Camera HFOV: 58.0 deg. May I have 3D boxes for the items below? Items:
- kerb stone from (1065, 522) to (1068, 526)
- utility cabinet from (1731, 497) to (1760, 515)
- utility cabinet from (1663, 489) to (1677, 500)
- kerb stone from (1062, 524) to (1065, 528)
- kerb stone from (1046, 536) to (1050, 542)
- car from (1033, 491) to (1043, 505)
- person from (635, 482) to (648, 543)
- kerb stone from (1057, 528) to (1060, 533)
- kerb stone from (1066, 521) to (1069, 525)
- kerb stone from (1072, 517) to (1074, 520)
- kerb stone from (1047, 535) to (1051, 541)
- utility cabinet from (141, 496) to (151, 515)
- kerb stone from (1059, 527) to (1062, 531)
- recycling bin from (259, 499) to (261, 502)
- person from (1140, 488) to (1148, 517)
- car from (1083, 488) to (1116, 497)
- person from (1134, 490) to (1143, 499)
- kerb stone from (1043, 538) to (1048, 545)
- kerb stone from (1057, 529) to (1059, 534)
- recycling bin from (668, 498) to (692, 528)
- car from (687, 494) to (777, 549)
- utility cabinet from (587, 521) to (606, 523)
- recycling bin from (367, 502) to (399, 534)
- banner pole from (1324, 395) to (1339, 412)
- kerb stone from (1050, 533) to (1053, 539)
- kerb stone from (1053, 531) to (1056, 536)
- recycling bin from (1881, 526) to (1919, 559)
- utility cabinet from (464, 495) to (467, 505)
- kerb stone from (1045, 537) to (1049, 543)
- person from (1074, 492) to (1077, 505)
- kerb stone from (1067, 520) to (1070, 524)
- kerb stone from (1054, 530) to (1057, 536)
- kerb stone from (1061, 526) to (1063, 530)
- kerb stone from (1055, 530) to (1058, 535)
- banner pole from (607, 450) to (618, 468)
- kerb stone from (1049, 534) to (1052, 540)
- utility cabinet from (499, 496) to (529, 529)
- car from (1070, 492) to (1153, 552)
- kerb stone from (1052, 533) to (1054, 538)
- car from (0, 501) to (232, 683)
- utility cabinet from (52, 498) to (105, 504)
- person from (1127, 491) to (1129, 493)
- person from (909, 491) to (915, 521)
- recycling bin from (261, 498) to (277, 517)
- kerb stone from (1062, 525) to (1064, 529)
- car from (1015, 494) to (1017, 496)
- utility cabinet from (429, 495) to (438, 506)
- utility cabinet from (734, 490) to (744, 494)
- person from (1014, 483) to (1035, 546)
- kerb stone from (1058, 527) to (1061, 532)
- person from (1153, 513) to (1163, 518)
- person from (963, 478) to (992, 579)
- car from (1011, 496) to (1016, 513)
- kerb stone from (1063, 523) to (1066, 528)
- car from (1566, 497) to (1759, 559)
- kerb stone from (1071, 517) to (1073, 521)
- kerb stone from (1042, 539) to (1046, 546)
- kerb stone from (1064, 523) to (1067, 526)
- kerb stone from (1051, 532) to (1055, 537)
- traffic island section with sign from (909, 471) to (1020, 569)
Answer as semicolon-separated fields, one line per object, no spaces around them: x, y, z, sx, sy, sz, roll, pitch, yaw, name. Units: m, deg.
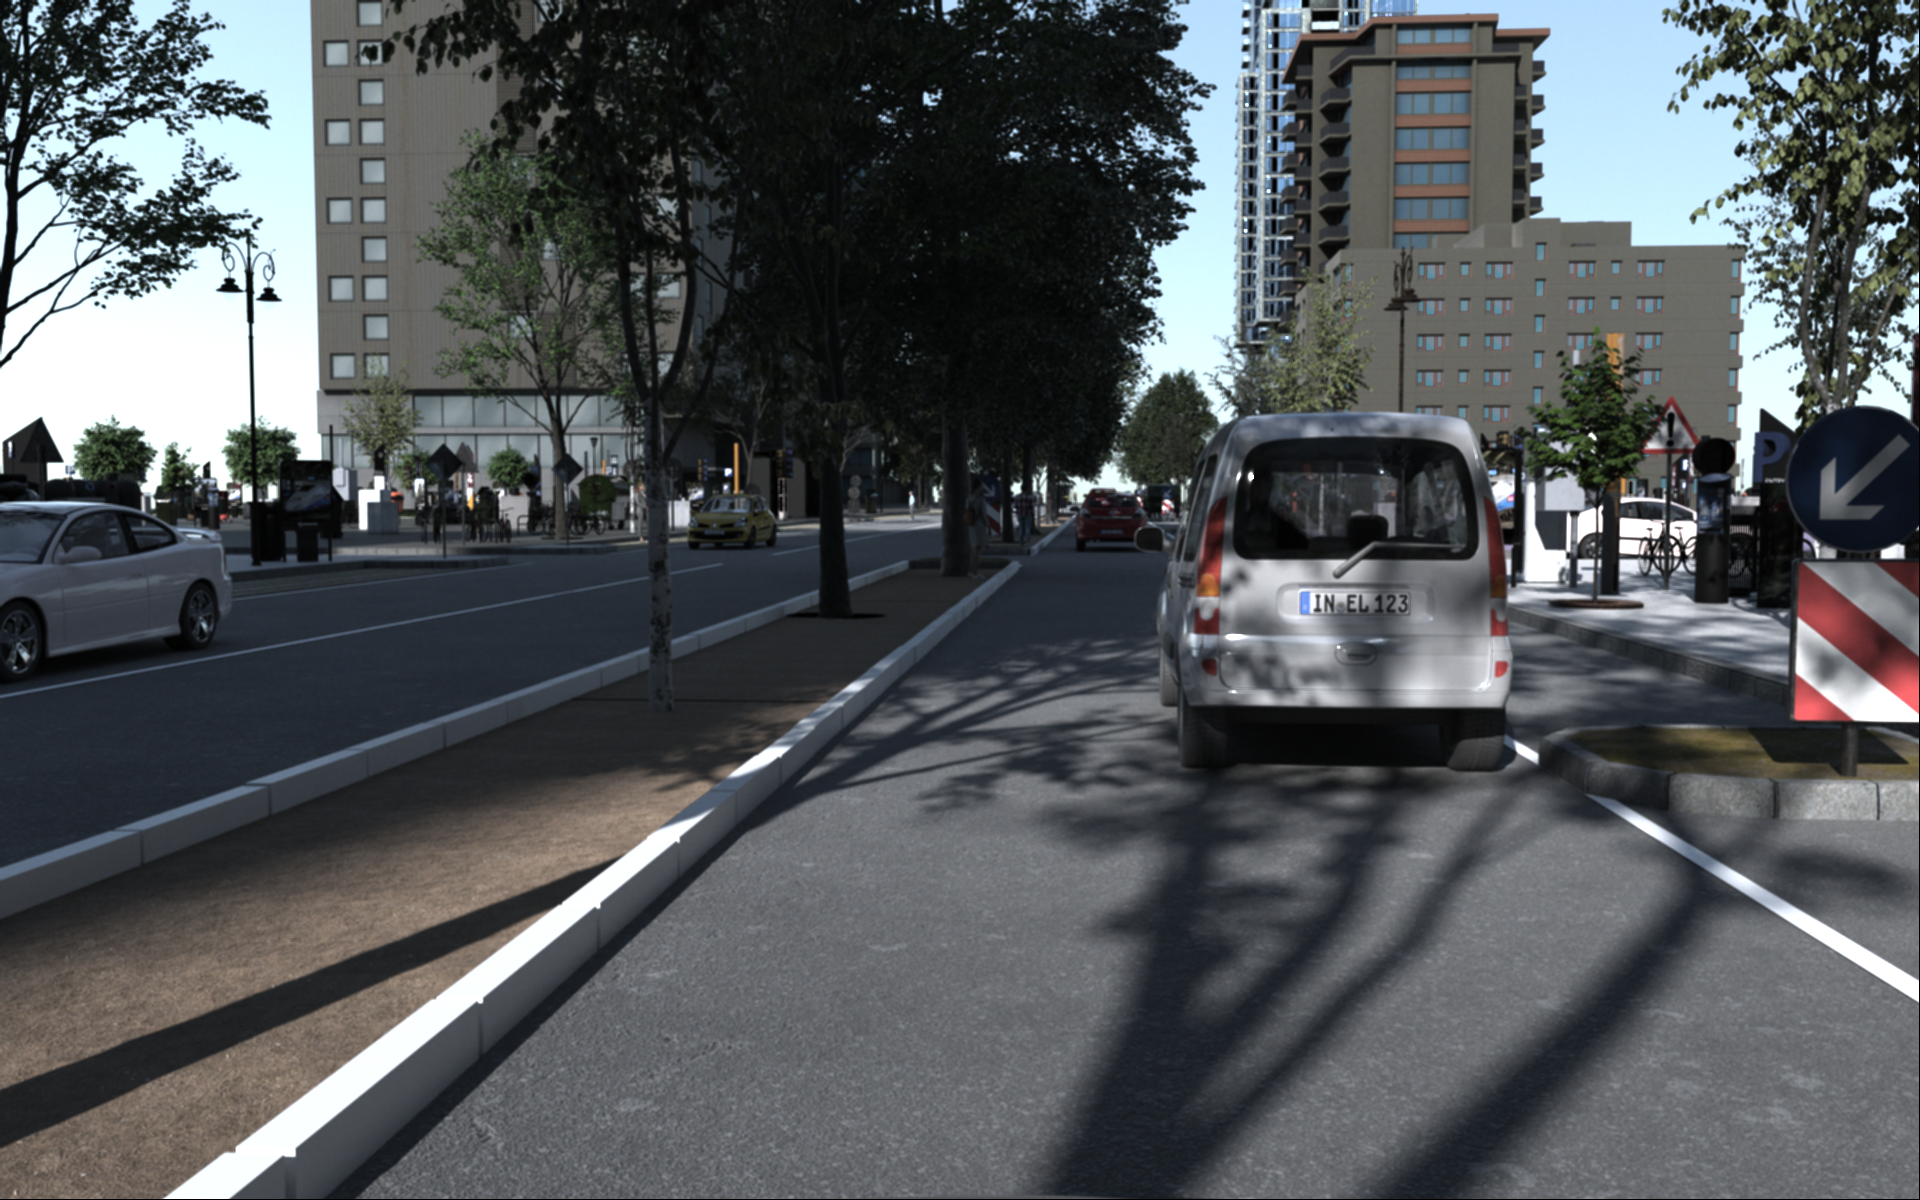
4.354;-3.103;72.934;0.120;0.150;1.000;0;4;5;kerb stone
19.131;-1.917;42.510;1.020;1.237;0.306;3;4;38;utility cabinet
29.541;-3.866;71.895;1.173;1.500;0.318;-3;4;-38;utility cabinet
3.927;-2.791;67.824;0.120;0.150;1.000;0;4;5;kerb stone
2.427;-1.667;49.449;0.120;0.150;1.000;0;4;5;kerb stone
10.411;-14.110;239.366;2.281;1.827;5.304;0;4;5;car
-9.233;-2.579;50.933;0.573;1.790;0.520;1;4;13;person
3.347;-2.353;60.666;0.120;0.150;1.000;0;4;5;kerb stone
4.526;-3.226;74.979;0.120;0.150;1.000;0;4;5;kerb stone
5.539;-3.978;87.235;0.120;0.150;1.000;0;4;5;kerb stone
2.507;-1.729;50.467;0.120;0.150;1.000;0;4;5;kerb stone
-31.670;-3.398;66.727;1.020;1.237;0.306;1;4;20;utility cabinet
3.517;-2.478;62.718;0.120;0.150;1.000;0;4;5;kerb stone
-48.113;-6.546;119.580;0.722;1.027;0.722;-2;4;-35;recycling bin
11.755;-6.238;110.401;0.836;1.842;0.656;2;4;25;person
8.429;-5.721;102.219;2.281;1.827;5.304;0;4;4;car
12.257;-6.837;121.005;1.217;1.743;0.721;0;4;-2;person
2.255;-1.541;47.398;0.120;0.150;1.000;0;4;5;kerb stone
3.266;-2.290;59.647;0.120;0.150;1.000;0;4;5;kerb stone
-10.720;-3.271;66.038;0.722;1.027;0.722;-2;4;-29;recycling bin
-6.078;-2.205;46.271;2.015;1.641;3.980;0;4;6;car
-16.287;-4.043;77.273;1.020;1.237;0.306;2;4;30;utility cabinet
-18.664;-2.658;56.020;0.722;1.027;0.722;2;4;30;recycling bin
9.349;-3.279;43.625;0.401;3.779;0.863;3;5;42;banner pole
2.679;-1.854;52.511;0.120;0.150;1.000;0;4;5;kerb stone
2.919;-2.041;55.569;0.120;0.150;1.000;0;4;5;kerb stone
13.449;-0.757;24.933;0.722;1.027;0.722;1;4;20;recycling bin
-32.461;-6.313;114.372;0.306;1.237;1.020;1;4;10;utility cabinet
2.345;-1.604;48.426;0.120;0.150;1.000;0;4;5;kerb stone
14.712;-12.825;219.655;0.593;1.643;0.415;1;4;21;person
4.691;-3.353;77.020;0.120;0.150;1.000;0;4;5;kerb stone
3.006;-2.104;56.593;0.120;0.150;1.000;0;4;5;kerb stone
3.693;-2.603;64.754;0.120;0.150;1.000;0;4;5;kerb stone
3.090;-2.166;57.611;0.120;0.150;1.000;0;4;5;kerb stone
-19.679;-6.603;97.973;0.863;3.779;0.401;1;4;21;banner pole
2.595;-1.791;51.487;0.120;0.150;1.000;0;4;5;kerb stone
-16.440;-3.223;63.851;1.020;1.237;0.306;-2;4;-31;utility cabinet
3.902;-2.181;44.692;2.155;1.783;4.494;0;4;5;car
2.758;-1.917;53.531;0.120;0.150;1.000;0;4;5;kerb stone
-7.975;-0.141;14.660;2.083;1.381;4.827;0;4;3;car
-14.979;-1.119;29.464;0.306;1.237;1.020;0;4;7;utility cabinet
10.956;-6.288;113.117;0.589;1.601;0.330;-3;4;-36;person
-2.618;-5.100;93.692;0.330;1.601;0.589;0;4;1;person
-40.924;-5.539;103.121;0.722;1.027;0.722;2;4;33;recycling bin
3.851;-2.727;66.792;0.120;0.150;1.000;0;4;5;kerb stone
5.111;-8.078;141.860;2.009;1.686;4.222;0;4;6;car
-26.128;-4.627;86.816;1.020;1.237;0.306;-2;4;-33;utility cabinet
-12.692;-5.644;100.951;0.318;1.500;1.173;2;4;34;utility cabinet
1.703;-2.237;45.909;0.563;1.720;0.643;1;4;15;person
3.424;-2.413;61.698;0.120;0.150;1.000;0;4;5;kerb stone
11.910;-5.937;104.938;0.474;1.900;0.648;-3;5;-45;person
0.283;-1.200;29.120;0.522;1.701;0.512;-3;5;-44;person
3.779;-6.128;112.777;1.945;1.354;3.894;0;4;3;car
4.101;-2.915;69.861;0.120;0.150;1.000;0;4;5;kerb stone
14.411;-1.452;36.104;4.827;1.381;2.083;0;4;5;car
5.438;-3.915;86.213;0.120;0.150;1.000;0;4;5;kerb stone
2.169;-1.479;46.379;0.120;0.150;1.000;0;4;5;kerb stone
4.188;-2.976;70.879;0.120;0.150;1.000;0;4;5;kerb stone
2.843;-1.974;54.550;0.120;0.150;1.000;0;4;5;kerb stone
0.081;-1.576;33.906;2.006;1.907;1.989;0;4;5;traffic island section with sign
